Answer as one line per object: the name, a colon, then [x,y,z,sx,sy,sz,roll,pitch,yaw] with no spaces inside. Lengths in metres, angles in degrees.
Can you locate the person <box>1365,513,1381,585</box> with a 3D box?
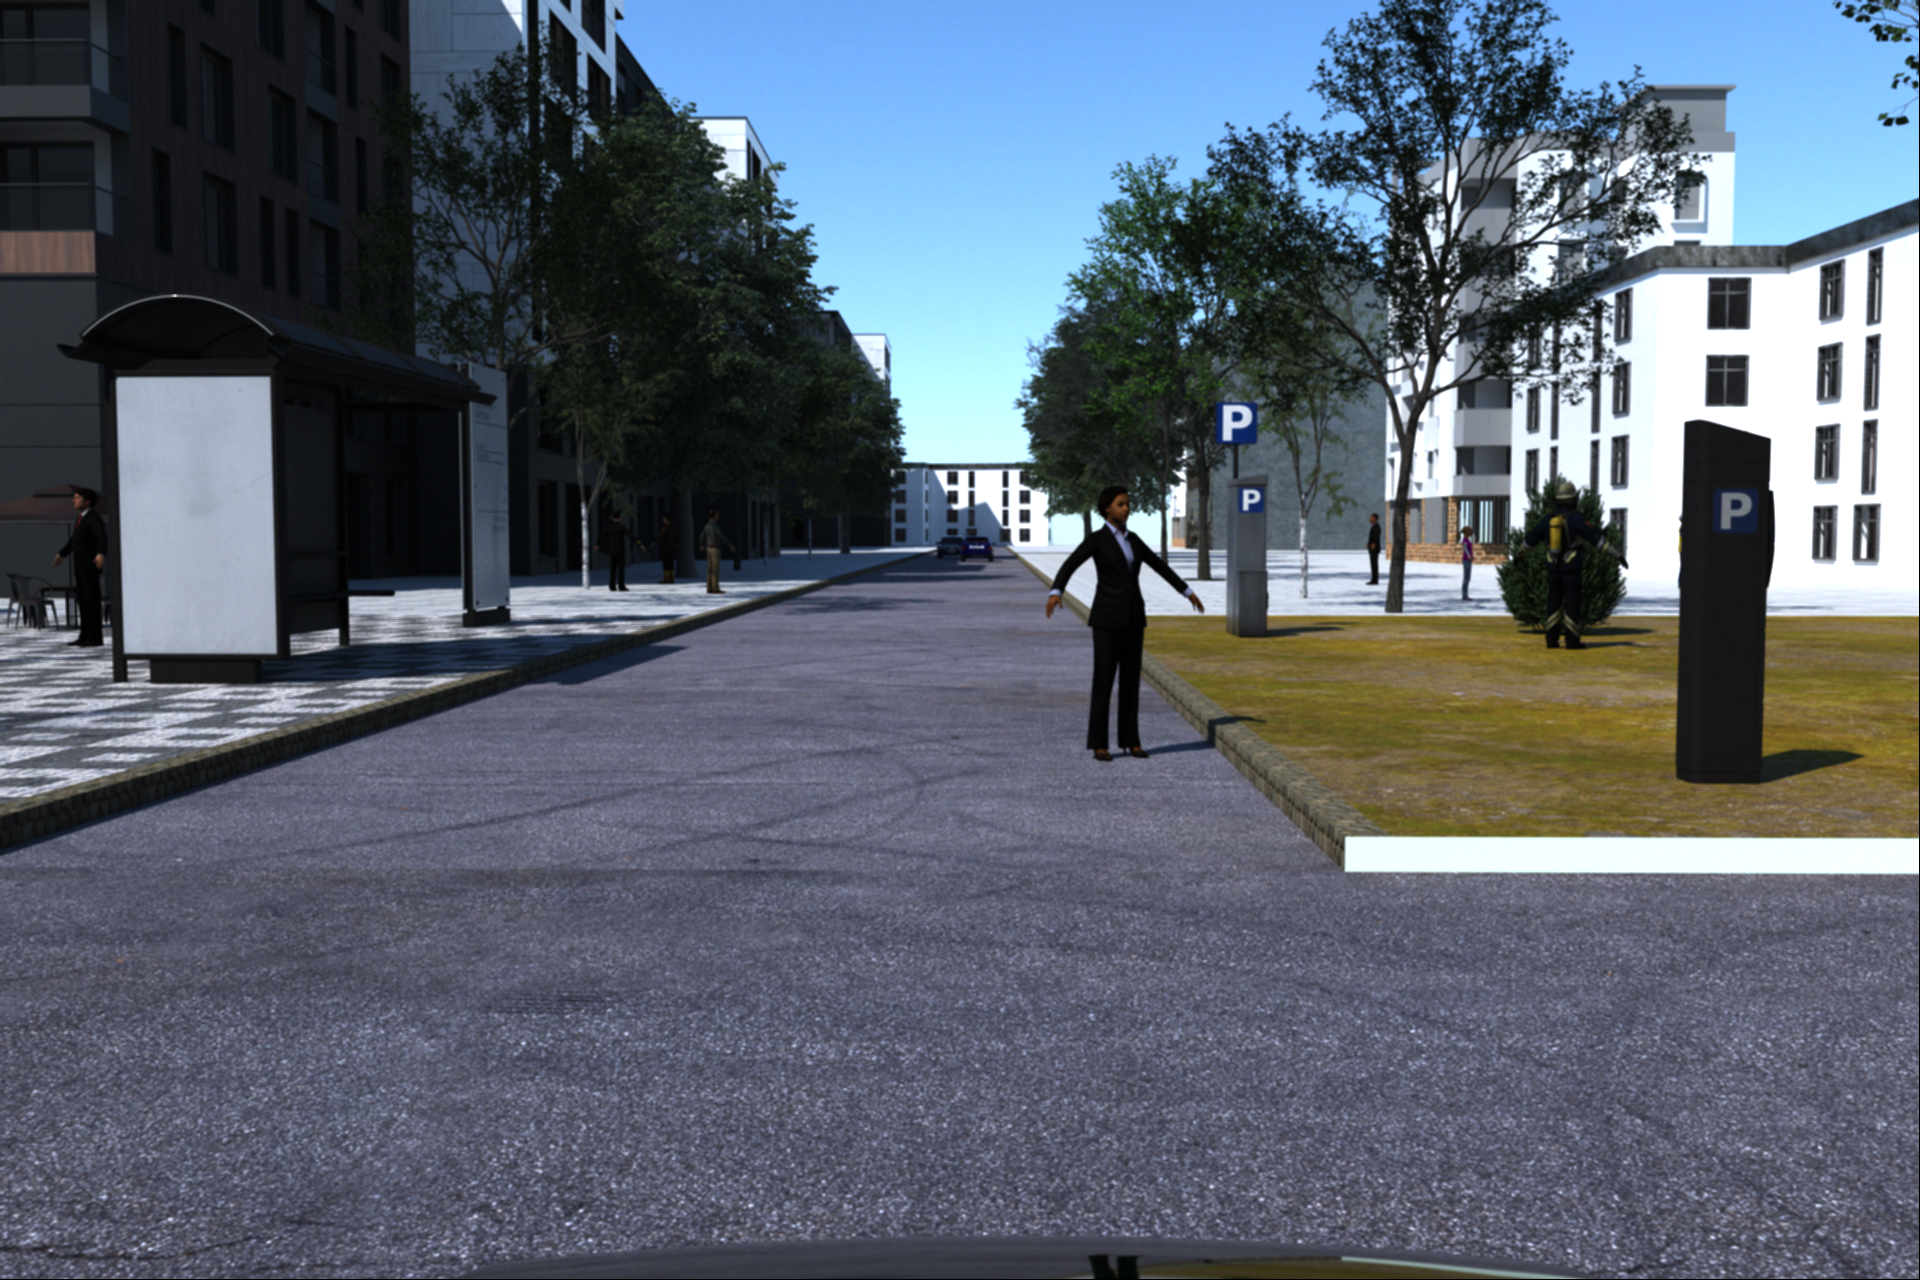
person: [10.464,-2.302,43.865,0.704,1.802,1.346,0,4,8]

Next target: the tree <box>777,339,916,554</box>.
tree: [-7.426,-12.602,112.706,9.857,13.997,8.962,0,3,0]

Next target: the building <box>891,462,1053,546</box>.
building: [-3.409,-15.848,203.723,28.070,9.664,9.099,1,4,10]

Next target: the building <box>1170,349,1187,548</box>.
building: [26.272,-19.378,173.257,16.016,20.090,11.380,0,4,1]

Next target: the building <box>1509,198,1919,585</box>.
building: [24.784,-6.636,50.638,9.099,9.664,28.070,0,4,1]

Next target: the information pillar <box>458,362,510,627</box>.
information pillar: [-6.714,-2.029,24.492,0.184,3.620,1.656,0,4,2]

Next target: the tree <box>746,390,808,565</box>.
tree: [-7.948,-7.340,70.370,4.737,8.622,4.395,0,3,0]

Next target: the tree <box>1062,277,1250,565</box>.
tree: [7.194,-7.873,63.134,7.601,10.594,8.767,-1,4,-23]

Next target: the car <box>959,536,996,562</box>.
car: [0.892,-4.753,90.288,1.945,1.354,3.894,0,4,1]

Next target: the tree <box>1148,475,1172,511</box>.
tree: [26.222,-17.707,199.879,12.009,13.543,11.850,0,3,0]

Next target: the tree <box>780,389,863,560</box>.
tree: [-7.731,-8.329,86.537,4.360,8.622,3.978,0,3,0]

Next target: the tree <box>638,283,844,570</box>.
tree: [-7.700,-7.755,61.213,8.767,10.594,7.601,2,4,26]

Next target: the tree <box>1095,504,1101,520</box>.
tree: [16.936,-15.131,197.750,4.737,8.622,4.395,0,3,0]

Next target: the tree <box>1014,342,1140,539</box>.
tree: [8.042,-12.354,108.649,9.857,13.997,8.962,0,3,0]

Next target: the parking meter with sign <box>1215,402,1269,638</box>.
parking meter with sign: [3.653,-1.586,22.195,0.543,3.016,1.738,0,4,0]

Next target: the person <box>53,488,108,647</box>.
person: [-9.993,-0.831,19.780,1.347,1.806,0.705,3,5,43]

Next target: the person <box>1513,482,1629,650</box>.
person: [6.776,-0.830,19.357,0.705,1.856,1.354,-3,5,-43]

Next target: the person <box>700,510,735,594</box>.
person: [-5.290,-1.901,37.354,0.705,1.796,1.348,-3,5,-39]

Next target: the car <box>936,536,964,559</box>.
car: [-0.448,-5.507,102.619,1.945,1.354,3.894,0,4,1]

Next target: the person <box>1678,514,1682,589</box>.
person: [17.043,-2.085,40.556,0.721,1.772,1.216,2,4,24]

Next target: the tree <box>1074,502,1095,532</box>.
tree: [15.147,-15.409,202.307,4.360,8.622,3.978,0,3,0]

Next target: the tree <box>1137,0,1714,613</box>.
tree: [7.034,-5.698,27.571,8.767,10.594,7.601,0,4,2]

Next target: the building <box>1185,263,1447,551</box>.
building: [29.011,-19.099,143.194,19.493,23.208,18.063,0,4,1]

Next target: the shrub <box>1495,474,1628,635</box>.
shrub: [7.704,-1.110,22.190,1.661,2.075,1.752,0,3,0]

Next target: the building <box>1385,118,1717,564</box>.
building: [26.447,-14.001,85.332,16.016,20.090,11.380,0,4,1]

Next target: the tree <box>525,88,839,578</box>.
tree: [-8.010,-8.785,50.294,9.857,13.997,8.962,0,3,0]

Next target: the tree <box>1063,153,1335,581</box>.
tree: [6.651,-7.454,47.623,9.928,11.665,9.643,0,3,0]

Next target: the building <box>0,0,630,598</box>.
building: [-27.065,-12.621,50.321,27.936,21.610,32.646,0,4,2]

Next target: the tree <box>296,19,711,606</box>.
tree: [-7.930,-5.895,30.803,7.601,10.594,8.767,-2,4,-33]

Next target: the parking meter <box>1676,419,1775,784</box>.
parking meter: [3.957,-0.198,8.956,0.399,1.863,0.255,0,4,2]

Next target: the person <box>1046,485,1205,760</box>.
person: [1.042,-0.111,10.992,1.216,1.740,0.721,-2,4,-31]

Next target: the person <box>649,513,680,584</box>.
person: [-7.587,-2.366,44.822,0.704,1.812,1.346,2,4,23]

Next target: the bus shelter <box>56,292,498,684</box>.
bus shelter: [-6.445,-1.429,17.291,2.014,3.302,5.546,0,4,2]

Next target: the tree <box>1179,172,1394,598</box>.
tree: [7.073,-5.152,34.592,4.360,8.622,3.978,0,3,0]

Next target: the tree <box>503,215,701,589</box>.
tree: [-8.889,-5.482,39.996,4.360,8.622,3.978,0,3,0]

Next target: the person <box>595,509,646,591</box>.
person: [-7.677,-2.016,38.888,1.347,1.837,0.705,2,4,24]

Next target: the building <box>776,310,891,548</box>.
building: [-21.589,-20.232,174.776,27.936,21.610,32.646,0,4,0]

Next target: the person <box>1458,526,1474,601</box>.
person: [9.796,-1.467,33.249,0.599,1.433,0.991,1,4,19]

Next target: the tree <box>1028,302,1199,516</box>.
tree: [8.283,-11.349,92.211,9.857,13.997,8.962,0,3,0]

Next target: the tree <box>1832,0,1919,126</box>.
tree: [19.947,-10.489,27.389,12.611,20.169,13.585,0,3,0]

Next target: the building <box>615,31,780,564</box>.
building: [-24.405,-14.628,83.138,27.936,21.610,32.646,0,4,0]

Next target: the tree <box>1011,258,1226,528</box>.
tree: [7.300,-10.198,77.113,12.009,13.543,11.850,0,3,0]
